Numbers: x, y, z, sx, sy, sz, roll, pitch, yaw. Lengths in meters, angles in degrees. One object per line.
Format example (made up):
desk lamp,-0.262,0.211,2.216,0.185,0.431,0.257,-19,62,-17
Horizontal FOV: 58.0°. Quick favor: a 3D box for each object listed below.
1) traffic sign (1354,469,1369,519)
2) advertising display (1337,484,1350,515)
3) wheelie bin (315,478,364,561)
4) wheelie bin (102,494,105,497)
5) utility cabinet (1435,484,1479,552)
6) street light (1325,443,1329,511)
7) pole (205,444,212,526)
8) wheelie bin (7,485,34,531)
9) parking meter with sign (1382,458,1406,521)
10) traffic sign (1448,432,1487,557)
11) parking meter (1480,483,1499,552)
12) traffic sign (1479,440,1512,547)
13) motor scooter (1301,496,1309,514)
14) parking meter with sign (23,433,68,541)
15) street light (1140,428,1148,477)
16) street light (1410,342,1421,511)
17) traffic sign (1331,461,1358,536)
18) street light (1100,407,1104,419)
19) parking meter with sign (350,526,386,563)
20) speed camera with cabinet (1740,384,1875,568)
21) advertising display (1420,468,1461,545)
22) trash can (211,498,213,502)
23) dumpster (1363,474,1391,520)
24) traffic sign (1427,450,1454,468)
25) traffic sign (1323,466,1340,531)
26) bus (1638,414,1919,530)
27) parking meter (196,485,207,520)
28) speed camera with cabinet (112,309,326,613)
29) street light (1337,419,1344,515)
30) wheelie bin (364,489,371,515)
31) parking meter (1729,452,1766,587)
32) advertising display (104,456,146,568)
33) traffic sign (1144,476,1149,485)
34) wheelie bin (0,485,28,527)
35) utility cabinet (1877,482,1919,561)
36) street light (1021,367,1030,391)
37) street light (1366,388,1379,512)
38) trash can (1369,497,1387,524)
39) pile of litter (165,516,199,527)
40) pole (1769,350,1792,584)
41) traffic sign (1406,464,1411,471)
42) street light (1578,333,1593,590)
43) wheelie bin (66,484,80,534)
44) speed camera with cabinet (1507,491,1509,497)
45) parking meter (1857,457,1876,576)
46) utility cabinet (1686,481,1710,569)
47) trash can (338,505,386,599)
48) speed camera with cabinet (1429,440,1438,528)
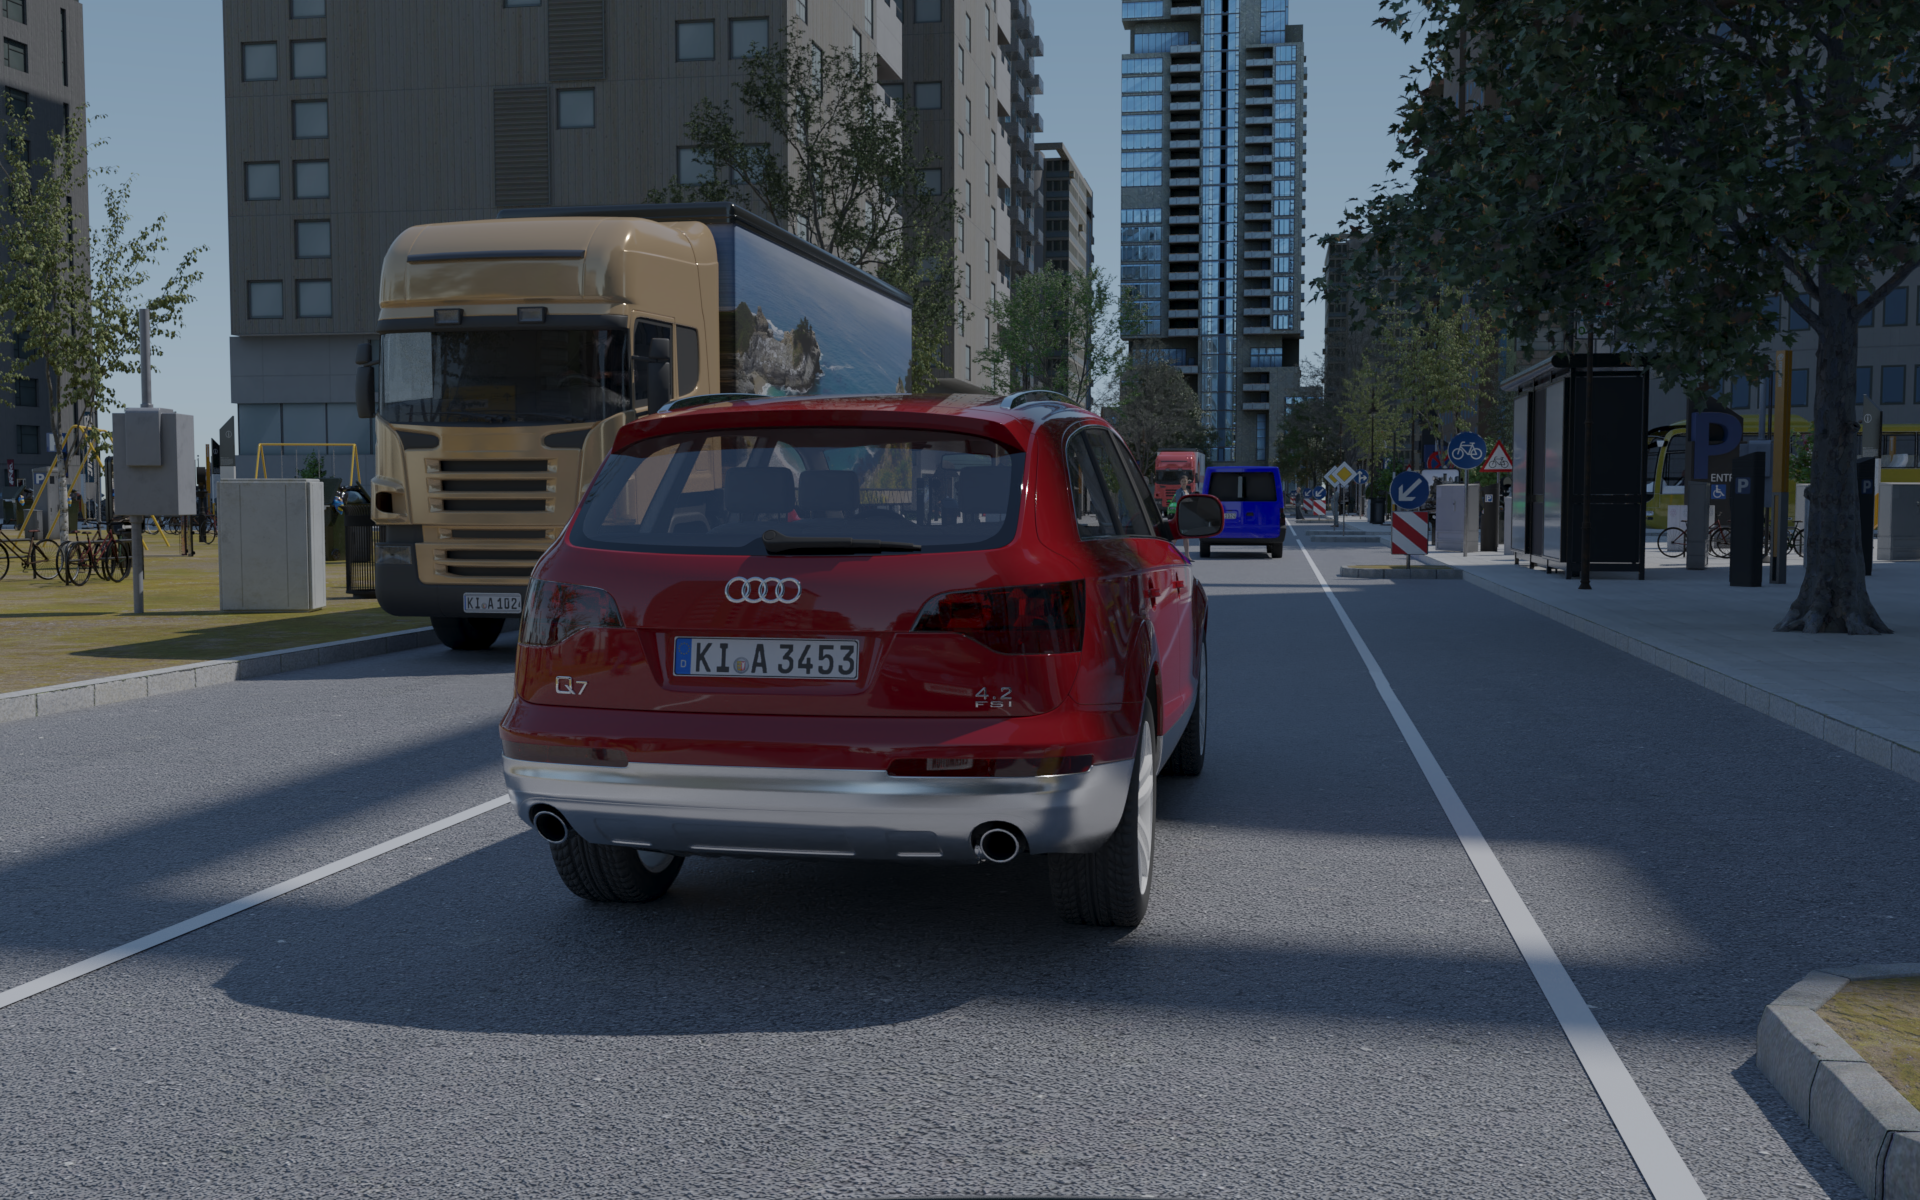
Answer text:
traffic sign,20.399,-5.385,88.145,0.768,2.556,0.104,1,4,17
advertising display,24.026,-6.328,108.681,0.123,1.923,0.974,-3,5,-43
wheelie bin,-12.206,-1.561,33.430,0.980,1.594,0.693,1,4,20
wheelie bin,-54.003,-6.139,108.284,0.980,1.594,0.693,-1,4,-21
utility cabinet,11.012,-1.818,38.402,0.318,1.500,1.173,-1,4,-19
street light,28.201,-9.795,132.941,0.468,5.910,1.993,1,4,10
pole,-30.632,-4.694,70.594,0.158,3.312,0.155,0,3,0
wheelie bin,-32.875,-3.237,60.837,0.693,1.594,0.980,-3,4,-38
parking meter with sign,20.972,-5.286,82.690,0.543,3.016,1.738,-2,4,-31
traffic sign,10.349,-2.159,35.399,0.768,2.556,0.104,1,4,17
parking meter,11.831,-1.853,38.701,0.372,1.533,0.369,0,3,0
traffic sign,12.965,-2.552,41.730,0.884,2.594,0.081,1,4,16
motor scooter,25.427,-7.003,127.272,0.815,1.314,1.986,1,4,12
parking meter with sign,-25.639,-3.196,48.519,0.543,3.016,1.738,0,4,-3
street light,12.753,-9.036,120.520,0.468,5.910,1.993,1,4,10
street light,13.547,-4.832,51.796,0.468,5.910,1.993,1,4,10
traffic sign,11.705,-3.007,52.799,0.795,2.450,0.064,1,4,10
street light,7.523,-7.272,91.682,0.468,5.910,1.993,1,4,10
parking meter with sign,-10.579,-2.221,32.570,1.738,3.016,0.543,-1,4,-9
speed camera with cabinet,14.465,-2.156,29.592,2.038,3.252,0.660,3,4,37
advertising display,11.962,-2.322,43.182,0.974,1.923,0.123,1,4,23
trash can,-46.654,-5.877,107.747,0.748,1.137,0.748,0,3,0
dumpster,20.574,-5.035,84.821,1.502,2.255,1.985,1,4,10
traffic sign,14.037,-3.090,50.632,0.768,2.556,0.104,1,4,14
traffic sign,13.118,-3.487,60.659,0.795,2.450,0.064,1,4,10
bus,27.192,-3.807,53.785,12.252,3.916,2.896,1,4,9
parking meter,-35.554,-4.623,81.294,0.255,1.863,0.399,0,4,0
speed camera with cabinet,-8.040,-1.498,18.828,2.038,3.252,0.660,0,4,-5
street light,22.946,-8.054,104.475,0.468,5.910,1.993,1,4,10
wheelie bin,-13.574,-1.905,39.051,0.693,1.594,0.980,-1,4,-18
parking meter,10.905,-1.119,24.015,0.255,1.863,0.399,-2,4,-33
advertising display,-14.512,-1.524,30.128,0.123,1.923,0.974,0,4,7
traffic sign,12.948,-7.463,122.125,0.768,2.556,0.104,1,4,17
wheelie bin,-39.711,-3.948,72.454,0.980,1.594,0.693,-2,4,-25
utility cabinet,18.106,-1.495,33.114,1.173,1.500,0.318,-1,4,-23
street light,2.411,-5.523,63.092,0.468,5.910,1.993,1,4,10
street light,17.968,-6.281,75.489,0.468,5.910,1.993,1,4,10
trash can,17.736,-3.784,73.524,0.748,1.137,0.748,0,3,0
pile of litter,-30.890,-3.349,68.724,1.176,0.858,1.719,2,4,29
pole,11.699,-1.886,24.678,0.158,3.312,0.155,0,3,0
traffic sign,19.429,-4.585,74.973,0.884,2.594,0.081,1,4,11
street light,8.422,-3.081,23.157,0.468,5.910,1.993,1,4,10
wheelie bin,-28.815,-2.927,55.766,0.980,1.594,0.693,2,4,27
speed camera with cabinet,34.423,-7.019,109.099,2.038,3.252,0.660,3,4,36
parking meter,14.122,-1.315,27.218,0.399,1.863,0.255,-1,4,-20
utility cabinet,12.703,-1.290,29.772,0.318,1.500,1.173,2,4,26
trash can,-7.274,-0.596,21.393,0.748,1.137,0.748,0,3,0
speed camera with cabinet,17.342,-4.285,64.395,0.660,3.252,2.038,0,4,1
